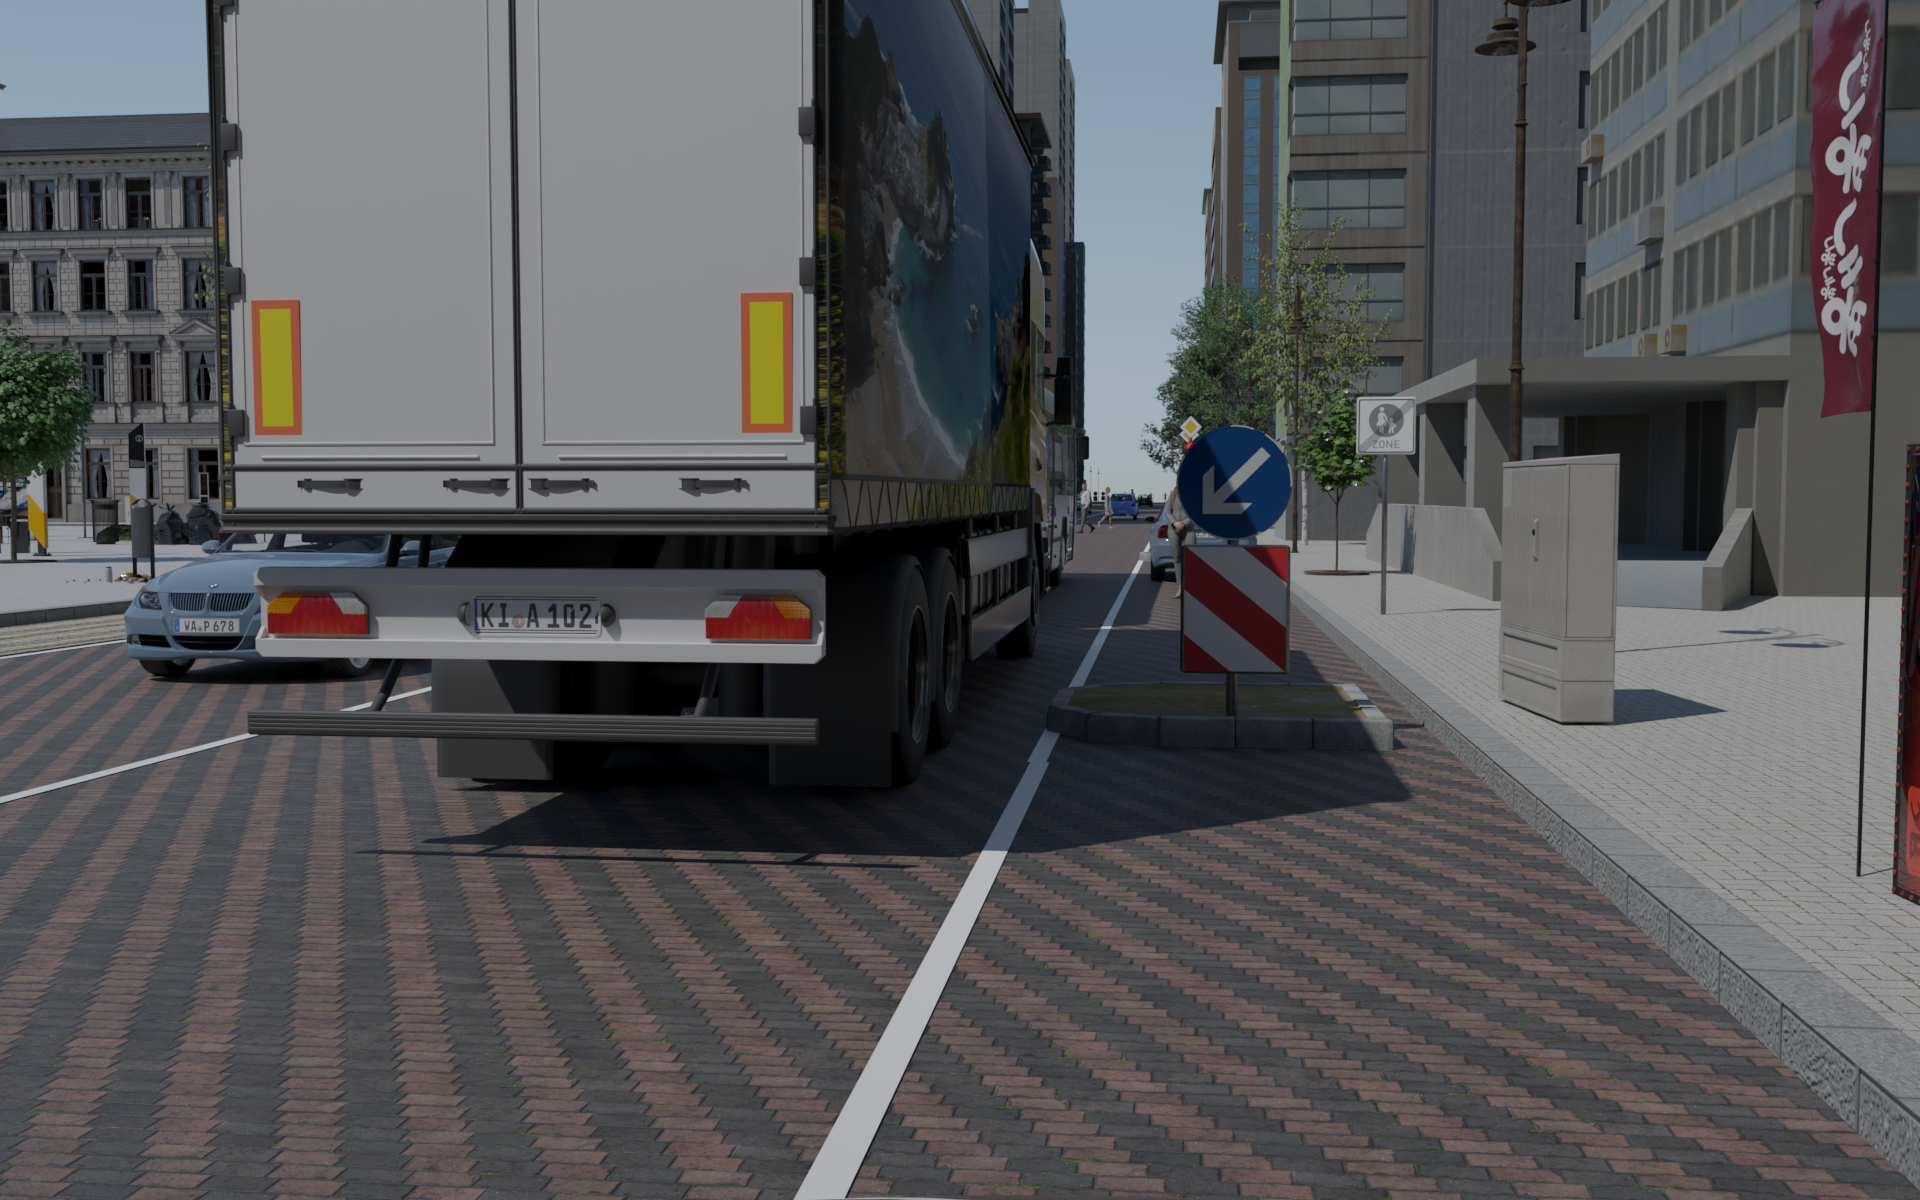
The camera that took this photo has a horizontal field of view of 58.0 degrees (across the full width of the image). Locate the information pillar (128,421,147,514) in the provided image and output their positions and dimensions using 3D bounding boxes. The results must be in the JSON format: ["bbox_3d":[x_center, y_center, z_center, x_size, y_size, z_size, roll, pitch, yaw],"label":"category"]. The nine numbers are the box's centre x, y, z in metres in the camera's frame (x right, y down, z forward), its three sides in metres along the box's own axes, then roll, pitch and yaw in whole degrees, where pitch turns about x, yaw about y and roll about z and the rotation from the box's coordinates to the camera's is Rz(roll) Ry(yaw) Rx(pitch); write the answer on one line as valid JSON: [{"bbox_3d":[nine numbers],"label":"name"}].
[{"bbox_3d":[-26.475,-3.941,55.790,0.504,3.616,0.183,-1,4,-13],"label":"information pillar"}]

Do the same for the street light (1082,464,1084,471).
[{"bbox_3d":[18.119,-17.252,254.852,0.468,5.910,1.993,0,4,7],"label":"street light"}]

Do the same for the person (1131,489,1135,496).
[{"bbox_3d":[12.585,-7.211,126.491,0.616,1.811,0.778,2,4,24],"label":"person"}]

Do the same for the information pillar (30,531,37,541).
[{"bbox_3d":[-25.526,-2.641,47.673,0.304,2.012,0.304,1,4,15],"label":"information pillar"}]

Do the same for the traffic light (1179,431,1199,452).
[{"bbox_3d":[9.262,-4.974,70.250,0.839,4.253,0.868,0,4,7],"label":"traffic light"}]

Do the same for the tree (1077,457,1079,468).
[{"bbox_3d":[12.839,-16.265,216.300,4.360,8.622,3.978,0,3,0],"label":"tree"}]

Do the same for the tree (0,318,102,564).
[{"bbox_3d":[-17.786,-2.974,32.342,4.285,4.588,4.351,0,3,0],"label":"tree"}]

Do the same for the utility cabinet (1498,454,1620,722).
[{"bbox_3d":[3.467,-0.088,10.120,0.318,1.500,1.173,0,4,1],"label":"utility cabinet"}]

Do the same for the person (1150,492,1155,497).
[{"bbox_3d":[29.684,-15.893,269.062,1.217,1.735,0.721,0,4,-6],"label":"person"}]

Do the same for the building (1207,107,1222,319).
[{"bbox_3d":[40.769,-35.632,206.291,21.300,48.544,21.600,0,4,7],"label":"building"}]

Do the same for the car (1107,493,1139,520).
[{"bbox_3d":[9.026,-5.316,96.512,1.945,1.707,3.694,0,4,5],"label":"car"}]

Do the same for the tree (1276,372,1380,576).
[{"bbox_3d":[6.063,-2.008,27.434,1.663,3.219,1.824,0,3,0],"label":"tree"}]

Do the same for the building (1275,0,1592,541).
[{"bbox_3d":[16.763,-22.553,52.340,14.154,41.232,14.086,0,4,7],"label":"building"}]

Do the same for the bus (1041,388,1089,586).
[{"bbox_3d":[-0.013,-1.807,24.401,2.948,3.499,13.247,0,4,8],"label":"bus"}]

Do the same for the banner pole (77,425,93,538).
[{"bbox_3d":[-25.411,-3.673,50.078,0.401,3.779,0.863,-1,4,-14],"label":"banner pole"}]

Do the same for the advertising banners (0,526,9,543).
[{"bbox_3d":[-25.014,-2.974,44.811,0.090,3.025,2.074,1,4,8],"label":"advertising banners"}]

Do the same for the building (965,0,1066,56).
[{"bbox_3d":[7.237,-49.986,255.524,20.563,71.187,20.611,0,4,7],"label":"building"}]

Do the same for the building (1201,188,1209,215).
[{"bbox_3d":[54.465,-42.658,286.691,28.713,52.752,27.495,0,4,7],"label":"building"}]

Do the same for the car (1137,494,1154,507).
[{"bbox_3d":[20.729,-11.282,194.240,2.009,1.686,4.222,1,4,9],"label":"car"}]

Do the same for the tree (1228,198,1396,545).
[{"bbox_3d":[8.630,-5.662,42.941,4.737,8.622,4.395,0,3,0],"label":"tree"}]

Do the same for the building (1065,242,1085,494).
[{"bbox_3d":[12.359,-36.098,273.796,14.154,41.232,14.086,0,4,7],"label":"building"}]

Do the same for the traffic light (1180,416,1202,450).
[{"bbox_3d":[8.276,-4.490,62.326,0.839,4.253,0.868,0,4,7],"label":"traffic light"}]

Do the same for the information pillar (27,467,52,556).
[{"bbox_3d":[-19.014,-2.711,35.671,0.504,3.616,0.183,2,4,25],"label":"information pillar"}]

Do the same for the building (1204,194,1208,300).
[{"bbox_3d":[47.912,-39.075,262.572,21.300,48.544,21.600,0,4,7],"label":"building"}]

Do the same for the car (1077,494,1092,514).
[{"bbox_3d":[8.477,-6.924,125.000,2.131,1.459,4.920,1,4,9],"label":"car"}]

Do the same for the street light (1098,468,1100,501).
[{"bbox_3d":[24.259,-20.211,303.241,0.468,5.910,1.993,0,4,7],"label":"street light"}]

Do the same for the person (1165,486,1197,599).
[{"bbox_3d":[3.044,-0.908,23.624,0.520,1.790,0.573,1,4,10],"label":"person"}]

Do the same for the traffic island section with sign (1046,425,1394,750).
[{"bbox_3d":[1.564,-0.129,10.733,1.989,1.847,2.006,0,4,7],"label":"traffic island section with sign"}]

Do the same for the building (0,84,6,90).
[{"bbox_3d":[-62.647,-17.642,85.711,25.104,27.353,12.463,0,4,7],"label":"building"}]

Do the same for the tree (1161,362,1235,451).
[{"bbox_3d":[18.160,-12.671,125.301,7.486,12.596,7.792,0,3,0],"label":"tree"}]

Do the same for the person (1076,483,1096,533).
[{"bbox_3d":[4.595,-3.360,63.535,0.850,1.850,0.679,-1,4,-22],"label":"person"}]

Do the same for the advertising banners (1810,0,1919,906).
[{"bbox_3d":[2.999,-0.551,5.199,0.090,3.025,2.074,0,4,2],"label":"advertising banners"}]

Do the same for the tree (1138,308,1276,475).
[{"bbox_3d":[16.164,-11.610,106.825,9.611,12.733,9.660,0,3,0],"label":"tree"}]

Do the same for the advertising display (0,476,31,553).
[{"bbox_3d":[-20.353,-1.973,37.471,0.974,1.923,0.123,0,4,-8],"label":"advertising display"}]

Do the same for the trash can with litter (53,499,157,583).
[{"bbox_3d":[-11.796,-0.866,25.219,2.233,1.210,1.678,3,4,36],"label":"trash can with litter"}]

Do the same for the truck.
[{"bbox_3d":[-0.925,-1.407,11.922,2.839,4.237,11.283,0,4,7],"label":"truck"}]

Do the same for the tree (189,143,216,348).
[{"bbox_3d":[-10.793,-4.873,30.041,4.737,8.622,4.395,0,3,0],"label":"tree"}]

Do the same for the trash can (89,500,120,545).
[{"bbox_3d":[-21.804,-1.990,44.186,0.748,1.137,0.748,0,3,0],"label":"trash can"}]

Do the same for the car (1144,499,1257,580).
[{"bbox_3d":[4.176,-1.095,29.909,2.014,1.417,4.499,0,4,7],"label":"car"}]

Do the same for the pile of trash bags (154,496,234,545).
[{"bbox_3d":[-19.034,-2.151,44.923,1.912,1.369,3.447,2,4,27],"label":"pile of trash bags"}]

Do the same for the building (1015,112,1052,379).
[{"bbox_3d":[-1.146,-33.138,196.427,22.147,44.769,28.867,0,4,7],"label":"building"}]

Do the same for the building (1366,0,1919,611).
[{"bbox_3d":[23.209,-20.336,24.376,32.217,40.220,23.993,0,4,7],"label":"building"}]

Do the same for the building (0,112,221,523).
[{"bbox_3d":[-40.464,-13.309,82.223,19.286,19.102,10.561,0,4,7],"label":"building"}]

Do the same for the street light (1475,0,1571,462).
[{"bbox_3d":[4.234,-2.468,13.135,0.468,5.910,1.993,0,4,7],"label":"street light"}]

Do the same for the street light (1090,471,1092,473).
[{"bbox_3d":[21.080,-18.734,279.095,0.468,5.910,1.993,0,4,7],"label":"street light"}]

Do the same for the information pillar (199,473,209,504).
[{"bbox_3d":[-25.980,-3.367,59.549,0.304,2.012,0.304,-2,4,-24],"label":"information pillar"}]

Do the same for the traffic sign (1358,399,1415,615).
[{"bbox_3d":[4.500,-0.992,18.350,0.606,2.300,0.079,1,4,9],"label":"traffic sign"}]

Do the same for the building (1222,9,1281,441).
[{"bbox_3d":[31.668,-31.300,161.859,14.600,45.320,14.200,0,4,7],"label":"building"}]

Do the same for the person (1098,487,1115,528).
[{"bbox_3d":[6.134,-3.852,72.226,0.760,1.731,0.466,-2,4,-26],"label":"person"}]

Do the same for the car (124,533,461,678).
[{"bbox_3d":[-5.384,-0.191,15.124,2.014,1.417,4.499,0,4,6],"label":"car"}]

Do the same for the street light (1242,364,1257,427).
[{"bbox_3d":[10.286,-5.439,61.711,0.468,5.910,1.993,0,4,7],"label":"street light"}]

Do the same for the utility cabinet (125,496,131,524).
[{"bbox_3d":[-31.212,-3.308,65.246,0.306,1.237,1.020,-2,4,-35],"label":"utility cabinet"}]

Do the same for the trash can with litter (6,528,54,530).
[{"bbox_3d":[-33.639,-3.164,62.788,1.678,1.210,2.233,-1,4,-18],"label":"trash can with litter"}]

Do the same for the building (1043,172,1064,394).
[{"bbox_3d":[6.890,-36.009,238.850,14.600,45.320,14.200,0,4,7],"label":"building"}]

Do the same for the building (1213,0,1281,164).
[{"bbox_3d":[41.108,-36.220,181.430,28.713,52.752,27.495,0,4,7],"label":"building"}]

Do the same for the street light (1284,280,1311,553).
[{"bbox_3d":[7.290,-3.960,37.541,0.468,5.910,1.993,0,4,7],"label":"street light"}]

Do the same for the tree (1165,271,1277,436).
[{"bbox_3d":[13.376,-9.556,82.001,9.928,11.665,9.643,0,3,0],"label":"tree"}]

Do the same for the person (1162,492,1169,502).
[{"bbox_3d":[35.978,-17.984,303.317,1.217,1.735,0.721,2,4,27],"label":"person"}]

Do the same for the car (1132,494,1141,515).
[{"bbox_3d":[11.249,-6.594,117.593,2.009,1.686,4.222,0,4,6],"label":"car"}]
